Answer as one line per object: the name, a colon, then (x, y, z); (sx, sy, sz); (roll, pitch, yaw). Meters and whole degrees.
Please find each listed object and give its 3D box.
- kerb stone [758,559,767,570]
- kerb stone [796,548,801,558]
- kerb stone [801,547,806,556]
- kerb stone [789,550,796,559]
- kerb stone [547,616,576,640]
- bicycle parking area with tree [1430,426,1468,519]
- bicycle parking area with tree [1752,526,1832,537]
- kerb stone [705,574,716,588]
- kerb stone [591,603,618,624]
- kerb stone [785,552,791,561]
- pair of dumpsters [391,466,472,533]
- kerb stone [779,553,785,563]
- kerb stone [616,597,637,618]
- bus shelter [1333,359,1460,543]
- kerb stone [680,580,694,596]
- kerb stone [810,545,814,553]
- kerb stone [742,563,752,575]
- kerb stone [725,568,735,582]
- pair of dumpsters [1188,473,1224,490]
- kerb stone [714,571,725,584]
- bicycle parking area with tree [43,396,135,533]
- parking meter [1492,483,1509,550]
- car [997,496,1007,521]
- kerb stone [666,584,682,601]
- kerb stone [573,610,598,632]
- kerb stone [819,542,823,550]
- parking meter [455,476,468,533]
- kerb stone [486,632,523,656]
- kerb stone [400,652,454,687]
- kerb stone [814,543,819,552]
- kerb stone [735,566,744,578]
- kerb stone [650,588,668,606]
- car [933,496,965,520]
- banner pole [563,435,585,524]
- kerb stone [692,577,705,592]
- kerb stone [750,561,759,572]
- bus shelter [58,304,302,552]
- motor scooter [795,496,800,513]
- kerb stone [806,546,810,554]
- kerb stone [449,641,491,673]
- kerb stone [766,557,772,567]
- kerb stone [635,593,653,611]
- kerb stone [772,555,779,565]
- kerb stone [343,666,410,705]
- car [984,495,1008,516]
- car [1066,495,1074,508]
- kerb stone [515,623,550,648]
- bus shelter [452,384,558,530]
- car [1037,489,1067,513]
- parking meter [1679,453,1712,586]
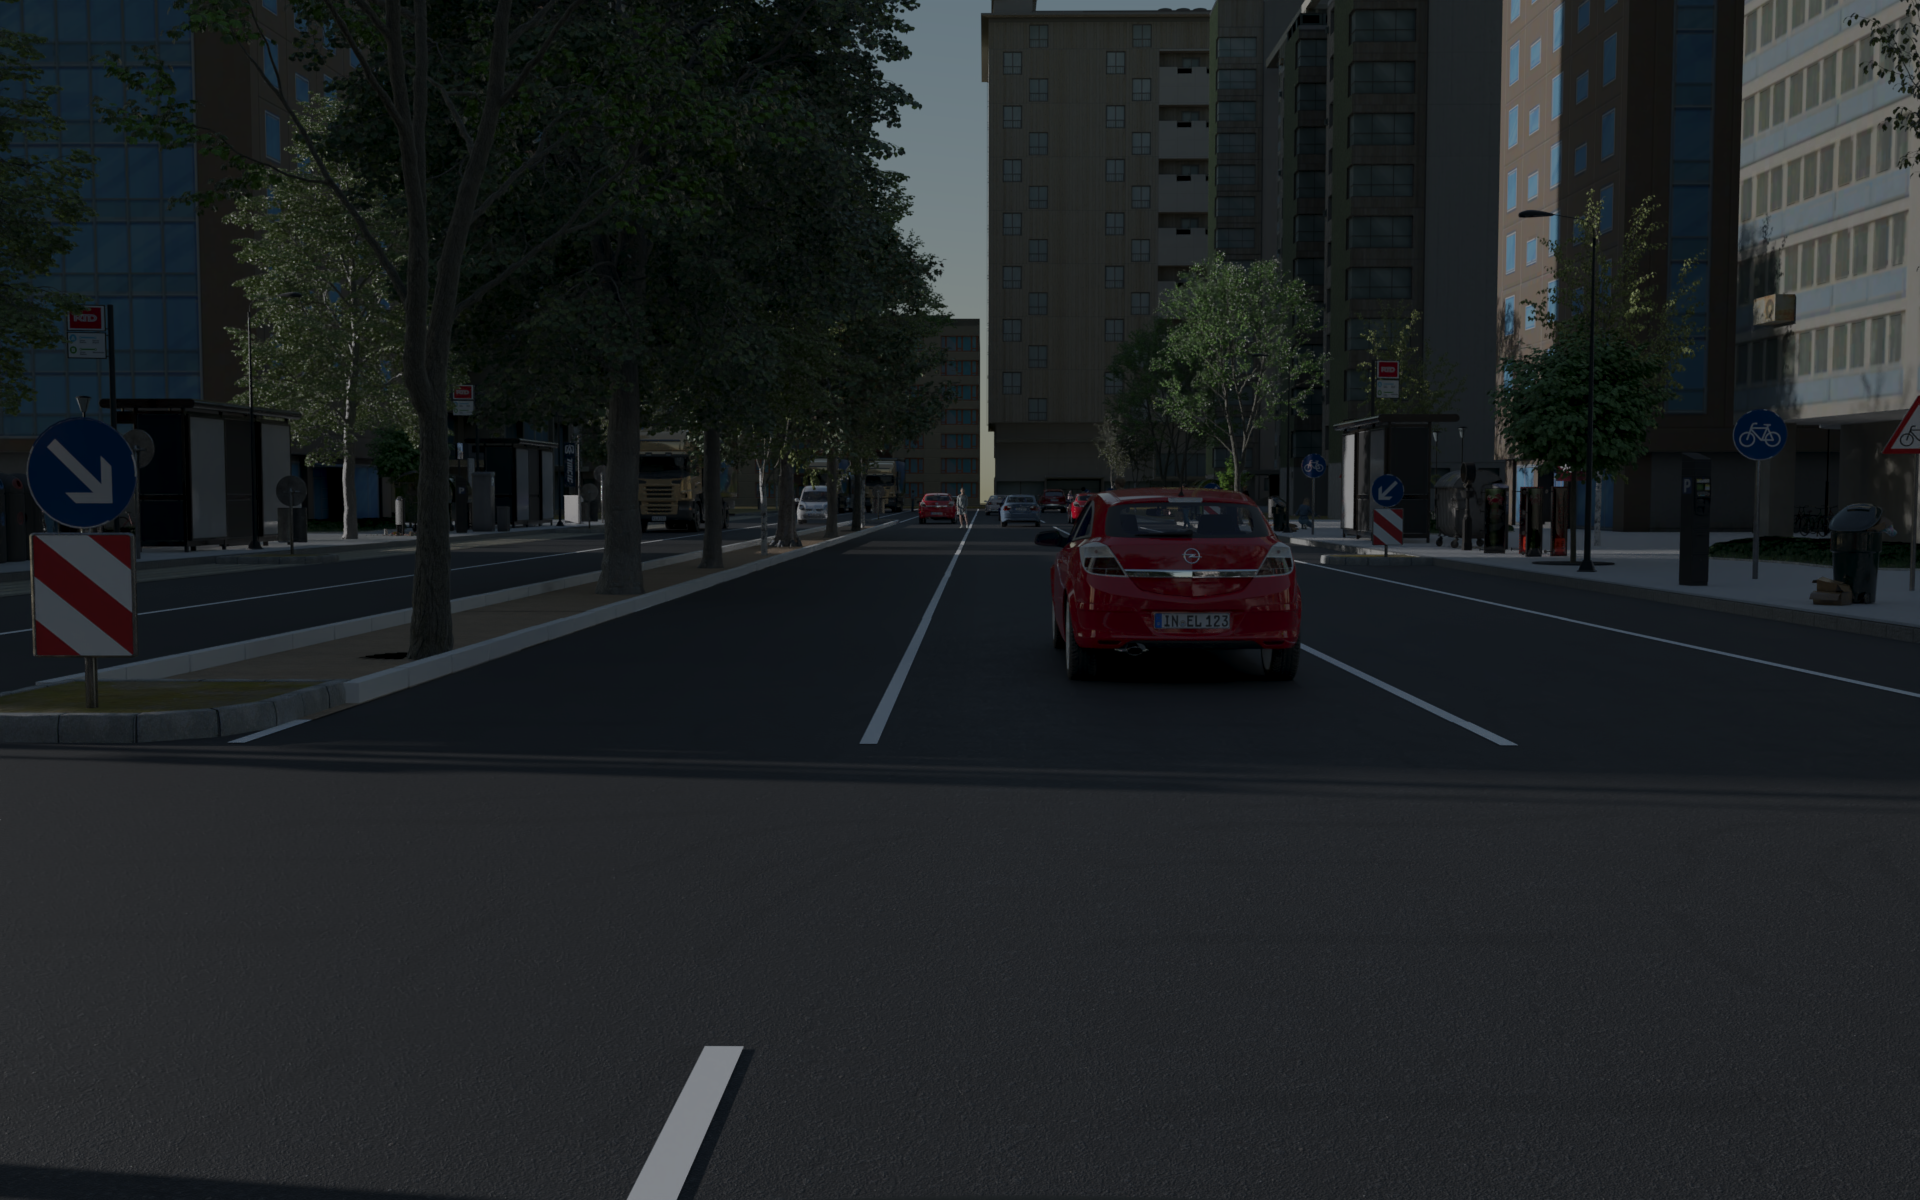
kerb stone: (-3.833, -0.647, 32.773); (0.120, 0.150, 1.000); (0, 4, 1)
kerb stone: (-3.748, -1.023, 38.914); (0.120, 0.150, 1.000); (0, 4, 1)
kerb stone: (-3.727, -1.086, 39.944); (0.120, 0.150, 1.000); (0, 4, 1)
kerb stone: (-3.766, -0.960, 37.892); (0.120, 0.150, 1.000); (0, 4, 1)
kerb stone: (-4.061, 0.293, 17.403); (0.120, 0.150, 1.000); (0, 4, 1)
bicycle parking area with tree: (21.664, -5.456, 76.206); (9.016, 4.147, 8.231); (1, 4, 17)
bicycle parking area with tree: (29.410, -4.072, 53.576); (8.231, 4.147, 9.016); (1, 4, 14)
kerb stone: (-3.925, -0.268, 26.617); (0.120, 0.150, 1.000); (0, 4, 1)
kerb stone: (-4.033, 0.168, 19.451); (0.120, 0.150, 1.000); (0, 4, 1)
kerb stone: (-3.775, -0.898, 36.870); (0.120, 0.150, 1.000); (0, 4, 1)
pair of dumpsters: (-17.972, -3.454, 58.965); (1.574, 2.255, 4.437); (0, 4, 1)
kerb stone: (-3.801, -0.835, 35.848); (0.120, 0.150, 1.000); (0, 4, 1)
kerb stone: (-4.014, 0.105, 20.475); (0.120, 0.150, 1.000); (0, 4, 1)
bus shelter: (12.054, -4.394, 49.471); (2.179, 5.291, 8.768); (0, 4, 1)
kerb stone: (-3.955, -0.145, 24.572); (0.120, 0.150, 1.000); (0, 4, 1)
kerb stone: (-3.705, -1.211, 41.999); (0.120, 0.150, 1.000); (0, 4, 1)
kerb stone: (-3.868, -0.514, 30.721); (0.120, 0.150, 1.000); (0, 4, 1)
kerb stone: (-3.898, -0.394, 28.674); (0.120, 0.150, 1.000); (0, 4, 1)
pair of dumpsters: (11.872, -4.921, 82.948); (1.574, 2.255, 4.437); (0, 4, 1)
kerb stone: (-3.920, -0.333, 27.648); (0.120, 0.150, 1.000); (0, 4, 1)
bicycle parking area with tree: (-27.812, -3.972, 51.946); (8.231, 4.147, 9.016); (3, 5, 39)
parking meter: (12.500, -1.936, 40.067); (0.372, 1.533, 0.369); (0, 3, 0)
car: (2.944, -4.962, 93.710); (1.945, 1.354, 3.894); (0, 4, 2)
kerb stone: (-3.970, -0.083, 23.550); (0.120, 0.150, 1.000); (0, 4, 1)
kerb stone: (-4.047, 0.237, 18.427); (0.120, 0.150, 1.000); (0, 4, 1)
kerb stone: (-3.667, -1.332, 44.056); (0.120, 0.150, 1.000); (0, 4, 1)
parking meter: (-16.383, -3.136, 56.982); (0.399, 1.863, 0.255); (-1, 4, -18)
kerb stone: (-4.088, 0.418, 15.357); (0.120, 0.150, 1.000); (0, 4, 1)
kerb stone: (-4.123, 0.543, 13.313); (0.120, 0.150, 1.000); (0, 4, 1)
kerb stone: (-3.686, -1.273, 43.028); (0.120, 0.150, 1.000); (0, 4, 1)
kerb stone: (-3.882, -0.453, 29.699); (0.120, 0.150, 1.000); (0, 4, 1)
kerb stone: (-3.987, -0.018, 22.526); (0.120, 0.150, 1.000); (0, 4, 1)
car: (-0.587, -5.141, 96.637); (1.945, 1.354, 3.894); (0, 4, 2)
banner pole: (-16.474, -5.130, 73.886); (0.863, 3.779, 0.401); (-1, 4, -18)
kerb stone: (-3.942, -0.208, 25.595); (0.120, 0.150, 1.000); (0, 4, 1)
kerb stone: (-3.860, -0.582, 31.744); (0.120, 0.150, 1.000); (0, 4, 1)
bus shelter: (-17.748, -3.776, 39.365); (2.179, 5.291, 8.768); (0, 4, 1)
motor scooter: (-12.364, -7.145, 129.592); (0.815, 1.314, 1.986); (0, 4, -1)
kerb stone: (-3.715, -1.146, 40.967); (0.120, 0.150, 1.000); (0, 4, 1)
kerb stone: (-4.103, 0.481, 14.335); (0.120, 0.150, 1.000); (0, 4, 1)
kerb stone: (-3.833, -0.707, 33.799); (0.120, 0.150, 1.000); (0, 4, 1)
kerb stone: (-3.999, 0.045, 21.504); (0.120, 0.150, 1.000); (0, 4, 1)
kerb stone: (-3.807, -0.770, 34.826); (0.120, 0.150, 1.000); (0, 4, 1)
kerb stone: (-4.143, 0.608, 12.283); (0.120, 0.150, 1.000); (0, 4, 1)
car: (2.665, -6.405, 117.085); (2.083, 1.381, 4.827); (0, 4, 0)
car: (10.087, -8.988, 159.526); (1.945, 1.354, 3.894); (0, 4, 1)
kerb stone: (-4.087, 0.356, 16.379); (0.120, 0.150, 1.000); (0, 4, 1)
bus shelter: (-17.430, -5.410, 66.082); (2.179, 5.291, 8.768); (0, 4, 1)
car: (7.099, -7.603, 132.985); (2.281, 1.827, 5.304); (0, 4, 0)
parking meter: (10.302, -1.135, 24.265); (0.255, 1.863, 0.399); (-1, 4, -8)
